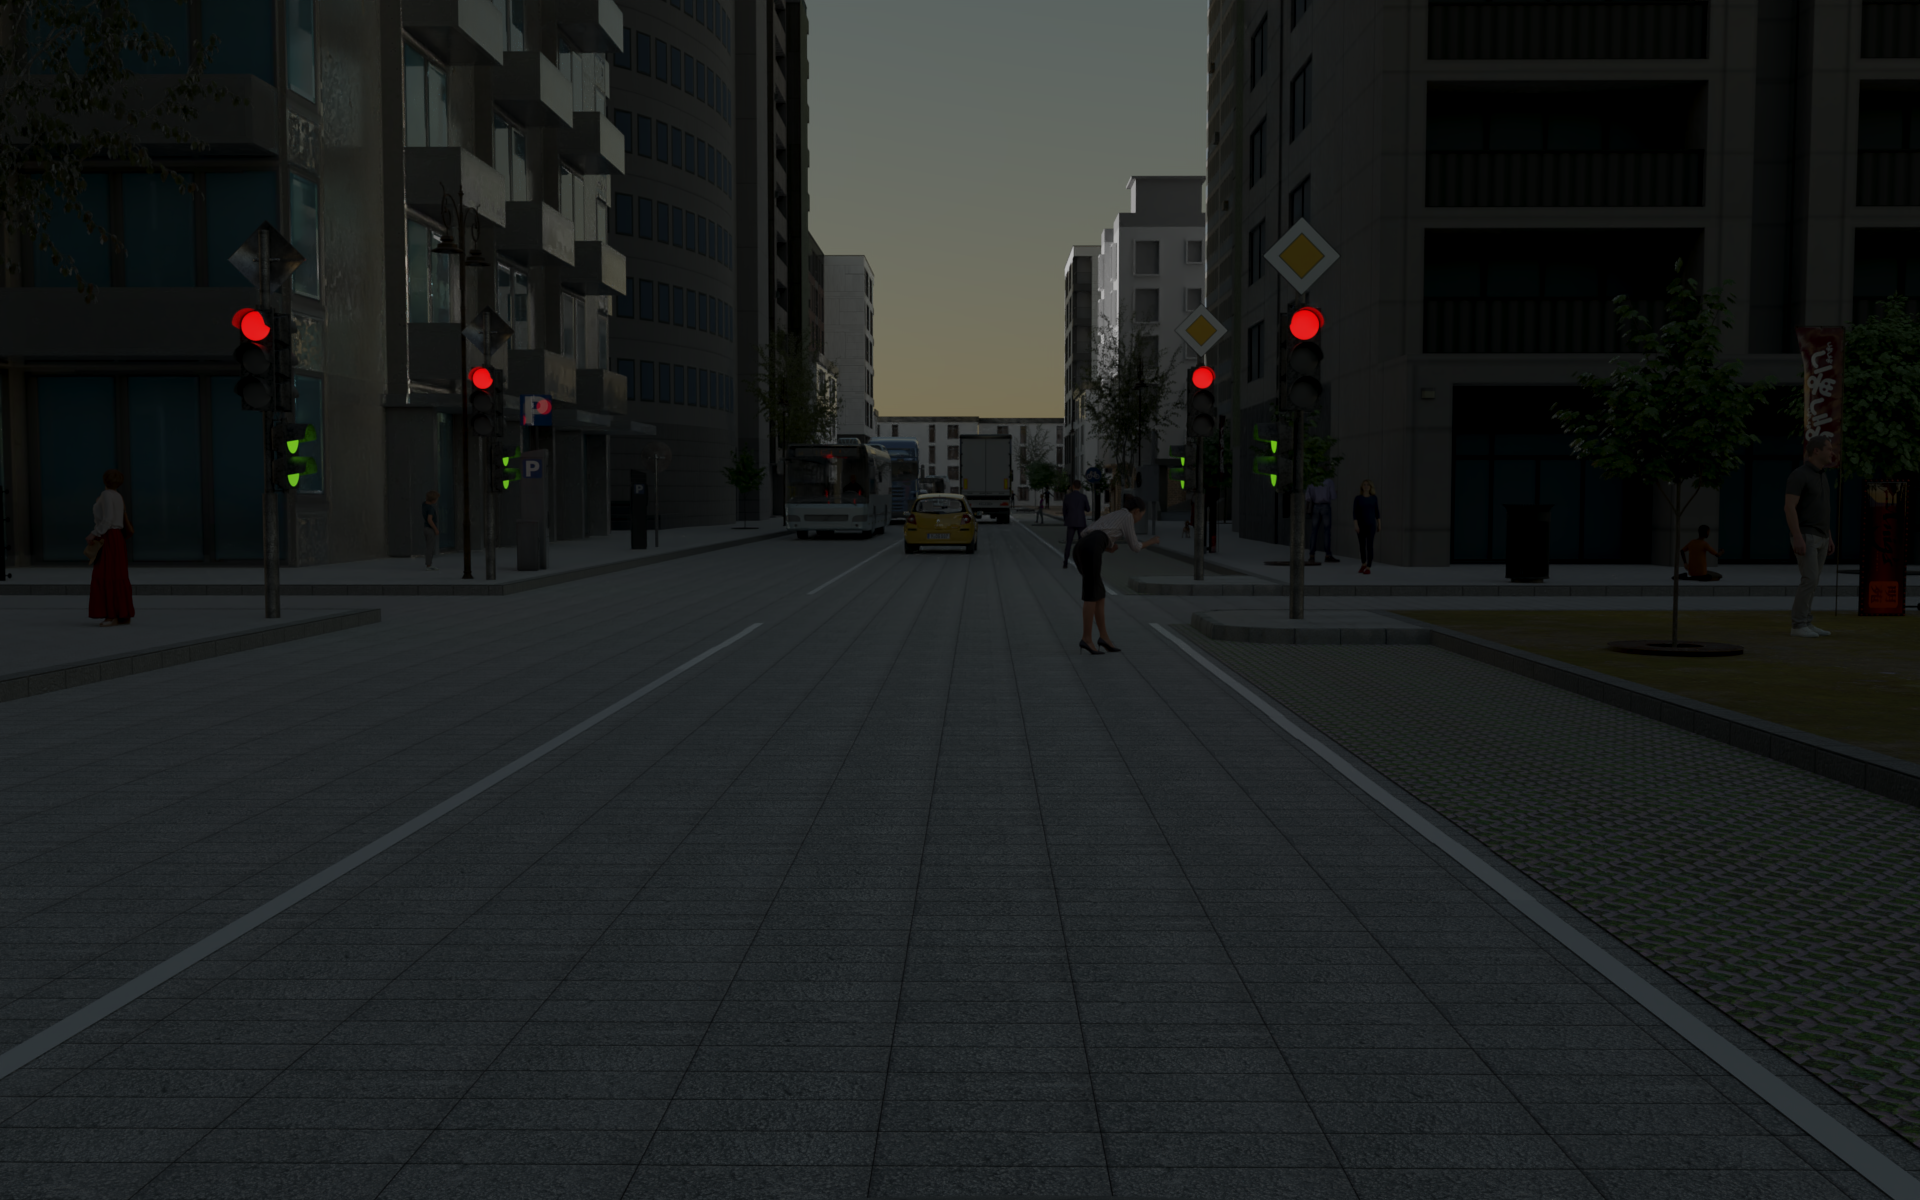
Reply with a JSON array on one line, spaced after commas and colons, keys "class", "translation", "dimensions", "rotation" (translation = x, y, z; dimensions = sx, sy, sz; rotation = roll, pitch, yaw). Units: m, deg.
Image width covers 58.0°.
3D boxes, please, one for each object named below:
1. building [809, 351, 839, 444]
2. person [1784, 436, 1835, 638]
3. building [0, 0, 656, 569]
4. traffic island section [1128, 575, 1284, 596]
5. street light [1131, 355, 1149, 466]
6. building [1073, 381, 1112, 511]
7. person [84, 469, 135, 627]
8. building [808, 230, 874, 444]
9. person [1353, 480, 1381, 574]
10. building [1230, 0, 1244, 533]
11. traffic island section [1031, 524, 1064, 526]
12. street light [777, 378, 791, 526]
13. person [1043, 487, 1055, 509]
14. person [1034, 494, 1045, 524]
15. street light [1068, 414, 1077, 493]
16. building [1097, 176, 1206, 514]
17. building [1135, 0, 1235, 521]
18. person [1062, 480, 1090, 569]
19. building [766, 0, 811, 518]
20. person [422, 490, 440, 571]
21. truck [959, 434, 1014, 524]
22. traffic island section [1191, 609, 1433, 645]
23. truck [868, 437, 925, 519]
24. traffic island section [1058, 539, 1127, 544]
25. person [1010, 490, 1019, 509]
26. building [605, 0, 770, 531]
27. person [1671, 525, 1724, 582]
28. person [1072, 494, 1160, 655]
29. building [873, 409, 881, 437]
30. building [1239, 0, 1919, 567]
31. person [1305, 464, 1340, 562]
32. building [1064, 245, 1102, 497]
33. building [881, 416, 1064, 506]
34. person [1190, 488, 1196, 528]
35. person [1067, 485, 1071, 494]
[{"class": "building", "translation": [-12.649, -10.629, 115.926], "dimensions": [9.099, 9.664, 28.070], "rotation": [0, 4, 1]}, {"class": "person", "translation": [7.708, -0.579, 15.642], "dimensions": [0.598, 1.807, 0.434], "rotation": [-2, 4, -27]}, {"class": "building", "translation": [-20.936, -25.803, 41.493], "dimensions": [23.786, 49.044, 30.456], "rotation": [0, 4, 1]}, {"class": "traffic island section", "translation": [3.579, -0.215, 25.802], "dimensions": [2.009, 0.180, 2.903], "rotation": [0, 4, 1]}, {"class": "street light", "translation": [5.999, -5.202, 57.839], "dimensions": [0.468, 5.910, 1.993], "rotation": [0, 4, 1]}, {"class": "building", "translation": [13.722, -11.417, 128.818], "dimensions": [9.099, 9.664, 28.070], "rotation": [0, 4, 1]}, {"class": "person", "translation": [-8.286, -0.512, 16.887], "dimensions": [0.387, 1.526, 0.523], "rotation": [0, 4, -7]}, {"class": "building", "translation": [-22.128, -18.485, 146.204], "dimensions": [27.936, 21.610, 32.646], "rotation": [0, 4, 1]}, {"class": "person", "translation": [6.516, -1.179, 27.861], "dimensions": [0.480, 1.512, 0.613], "rotation": [0, 4, -7]}, {"class": "building", "translation": [16.345, -22.998, 59.613], "dimensions": [14.154, 41.232, 14.086], "rotation": [0, 4, 1]}, {"class": "traffic island section", "translation": [4.196, -3.351, 77.651], "dimensions": [1.991, 0.108, 1.994], "rotation": [0, 4, 1]}, {"class": "street light", "translation": [-6.985, -5.875, 68.847], "dimensions": [0.468, 5.910, 1.993], "rotation": [0, 4, 1]}, {"class": "person", "translation": [7.323, -8.516, 144.905], "dimensions": [1.348, 1.869, 0.705], "rotation": [-2, 4, -27]}, {"class": "person", "translation": [3.745, -4.340, 82.691], "dimensions": [0.776, 1.435, 0.726], "rotation": [-1, 4, -11]}, {"class": "street light", "translation": [6.498, -7.803, 100.363], "dimensions": [0.468, 5.910, 1.993], "rotation": [0, 4, 1]}, {"class": "building", "translation": [16.817, -15.434, 108.772], "dimensions": [16.016, 20.091, 11.380], "rotation": [0, 4, 1]}, {"class": "building", "translation": [25.608, -24.240, 88.199], "dimensions": [32.217, 40.220, 23.993], "rotation": [0, 4, 1]}, {"class": "person", "translation": [2.247, -1.467, 33.398], "dimensions": [0.541, 1.710, 0.530], "rotation": [2, 4, 26]}, {"class": "building", "translation": [-15.803, -19.699, 93.787], "dimensions": [14.160, 30.474, 14.107], "rotation": [0, 4, 1]}, {"class": "person", "translation": [-8.885, -1.173, 29.129], "dimensions": [0.435, 1.345, 0.340], "rotation": [3, 5, 44]}, {"class": "truck", "translation": [1.310, -5.979, 86.662], "dimensions": [2.839, 4.237, 11.283], "rotation": [0, 4, 1]}, {"class": "traffic island section", "translation": [3.483, 0.273, 17.817], "dimensions": [2.009, 0.180, 2.903], "rotation": [0, 4, 1]}, {"class": "truck", "translation": [-3.193, -5.971, 87.380], "dimensions": [2.967, 4.110, 18.799], "rotation": [0, 4, -1]}, {"class": "traffic island section", "translation": [3.867, -1.689, 50.484], "dimensions": [1.991, 0.108, 1.994], "rotation": [0, 4, 1]}, {"class": "person", "translation": [5.158, -9.873, 169.940], "dimensions": [1.348, 1.822, 0.705], "rotation": [0, 4, 7]}, {"class": "building", "translation": [-20.200, -32.371, 71.257], "dimensions": [21.231, 58.520, 28.212], "rotation": [0, 4, 1]}, {"class": "person", "translation": [11.017, -0.691, 25.634], "dimensions": [0.655, 0.850, 0.859], "rotation": [-1, 4, -20]}, {"class": "person", "translation": [1.380, -0.239, 15.596], "dimensions": [0.628, 1.438, 0.799], "rotation": [2, 4, 27]}, {"class": "building", "translation": [-22.317, -14.013, 171.258], "dimensions": [28.070, 9.664, 9.099], "rotation": [0, 4, 1]}, {"class": "building", "translation": [18.241, -36.705, 38.379], "dimensions": [20.611, 71.187, 20.563], "rotation": [0, 4, 1]}, {"class": "person", "translation": [6.874, -1.637, 32.669], "dimensions": [0.709, 1.838, 0.599], "rotation": [2, 4, 33]}, {"class": "building", "translation": [23.391, -19.246, 158.640], "dimensions": [27.936, 21.610, 32.646], "rotation": [0, 4, 1]}, {"class": "building", "translation": [2.005, -15.241, 191.341], "dimensions": [28.070, 9.664, 9.099], "rotation": [0, 4, 1]}, {"class": "person", "translation": [8.893, -3.454, 64.976], "dimensions": [0.523, 1.526, 0.387], "rotation": [0, 4, -5]}, {"class": "person", "translation": [6.566, -5.966, 103.603], "dimensions": [0.705, 1.823, 1.348], "rotation": [0, 4, 7]}]
